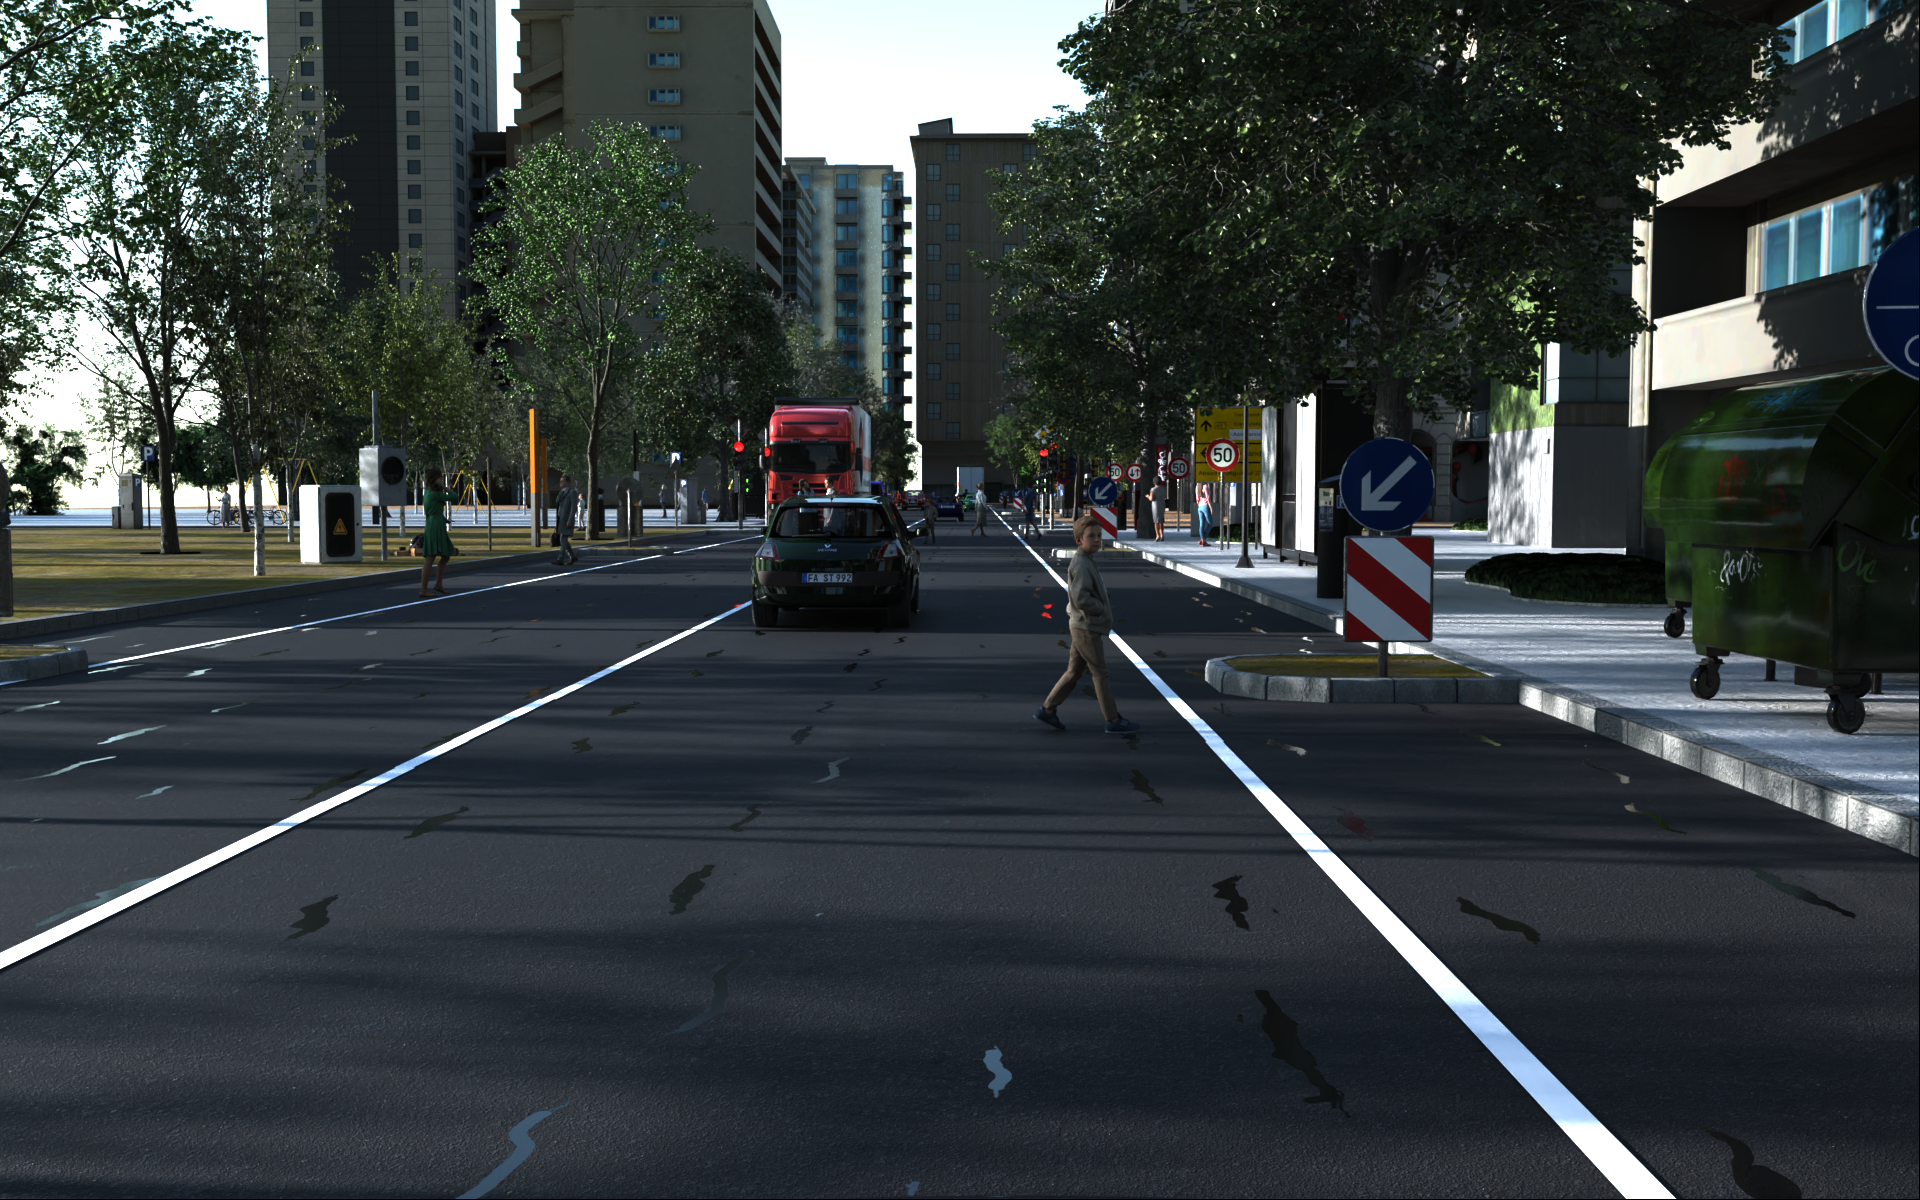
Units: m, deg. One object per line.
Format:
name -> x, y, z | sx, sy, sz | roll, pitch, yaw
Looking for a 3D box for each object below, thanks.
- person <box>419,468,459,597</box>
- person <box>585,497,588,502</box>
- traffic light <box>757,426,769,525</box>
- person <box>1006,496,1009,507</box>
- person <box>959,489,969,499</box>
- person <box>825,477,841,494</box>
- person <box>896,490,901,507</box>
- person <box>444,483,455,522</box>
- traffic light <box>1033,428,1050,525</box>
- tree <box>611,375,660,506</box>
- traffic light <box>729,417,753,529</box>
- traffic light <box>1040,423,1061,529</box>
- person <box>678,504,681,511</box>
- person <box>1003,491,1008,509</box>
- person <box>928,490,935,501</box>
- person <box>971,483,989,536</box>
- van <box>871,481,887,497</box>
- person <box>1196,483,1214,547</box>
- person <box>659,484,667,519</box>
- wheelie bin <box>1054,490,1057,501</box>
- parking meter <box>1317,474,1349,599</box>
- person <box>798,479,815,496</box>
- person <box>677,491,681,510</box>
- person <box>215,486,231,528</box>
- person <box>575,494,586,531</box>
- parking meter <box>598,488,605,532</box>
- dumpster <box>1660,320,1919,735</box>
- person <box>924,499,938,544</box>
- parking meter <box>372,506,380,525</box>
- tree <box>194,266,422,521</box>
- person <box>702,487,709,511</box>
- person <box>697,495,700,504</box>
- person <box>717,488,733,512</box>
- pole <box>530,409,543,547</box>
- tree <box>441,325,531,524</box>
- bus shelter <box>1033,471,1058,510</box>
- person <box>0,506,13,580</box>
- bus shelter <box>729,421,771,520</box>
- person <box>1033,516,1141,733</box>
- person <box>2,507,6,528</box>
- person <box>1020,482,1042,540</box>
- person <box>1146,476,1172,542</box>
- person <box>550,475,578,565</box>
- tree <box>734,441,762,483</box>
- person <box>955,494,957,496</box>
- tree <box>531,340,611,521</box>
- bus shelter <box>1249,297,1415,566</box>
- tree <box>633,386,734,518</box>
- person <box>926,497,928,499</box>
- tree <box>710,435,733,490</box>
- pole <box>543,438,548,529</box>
person -> -7.372, -0.950, 24.272 | 0.529, 1.795, 0.600 | -3, 5, -45
person -> -19.956, -5.370, 94.192 | 0.721, 1.781, 0.623 | 2, 4, 25
traffic light -> -7.866, -5.006, 70.762 | 0.839, 4.253, 0.868 | 0, 4, 1
person -> 5.021, -10.665, 186.065 | 0.628, 1.438, 0.799 | -2, 4, -25
person -> 0.543, -8.844, 152.736 | 1.348, 1.869, 0.705 | 1, 4, 14
person -> -2.954, -1.928, 39.979 | 0.822, 1.834, 0.622 | -2, 4, -27
person -> -6.304, -10.339, 177.497 | 0.705, 1.831, 1.348 | -2, 4, -27
person -> -23.411, -4.532, 79.504 | 0.474, 1.900, 0.648 | -1, 4, -11
traffic light -> 3.395, -5.000, 70.666 | 0.839, 4.253, 0.868 | 0, 4, 1
tree -> -19.447, -9.423, 104.428 | 4.360, 8.622, 3.978 | 0, 3, 0
traffic light -> -7.945, -4.517, 62.777 | 0.839, 4.253, 0.868 | 0, 4, 1
traffic light -> 3.316, -4.511, 62.682 | 0.839, 4.253, 0.868 | 0, 4, 1
person -> -20.013, -7.354, 126.497 | 1.509, 1.804, 0.699 | -1, 4, -12
person -> 4.313, -9.387, 162.709 | 0.721, 1.736, 1.217 | 1, 4, 13
person -> -2.577, -9.075, 156.748 | 0.599, 1.838, 0.709 | 0, 4, 2
person -> 0.651, -3.042, 58.459 | 0.641, 1.798, 0.478 | -1, 4, -9
van -> -4.423, -4.630, 80.089 | 2.240, 2.365, 5.245 | 0, 4, 0
person -> 6.010, -2.221, 42.361 | 0.388, 1.821, 0.555 | -3, 5, -39
person -> -15.635, -5.185, 91.001 | 0.526, 1.800, 0.537 | 2, 4, 25
wheelie bin -> 7.738, -7.793, 135.318 | 0.693, 1.594, 0.980 | 3, 5, 44
parking meter -> 4.602, -0.792, 21.366 | 0.372, 1.533, 0.369 | 0, 3, 0
person -> -3.650, -1.999, 41.444 | 0.793, 1.790, 0.793 | 0, 4, 5
person -> -22.875, -8.293, 141.904 | 0.678, 1.792, 0.850 | -1, 4, -14
person -> -28.309, -3.518, 66.594 | 0.480, 1.755, 0.524 | 0, 4, 4
person -> -13.185, -3.051, 60.204 | 0.394, 1.301, 0.425 | -1, 4, -12
parking meter -> -12.226, -3.075, 58.679 | 0.372, 1.533, 0.369 | 0, 3, 0
dumpster -> 5.145, -0.457, 9.962 | 1.502, 2.255, 1.985 | 0, 4, 1
person -> -0.844, -2.280, 50.051 | 0.475, 1.303, 0.640 | 1, 4, 18
parking meter -> -24.681, -4.124, 73.138 | 0.255, 1.863, 0.399 | -1, 4, -10
tree -> -31.725, -10.146, 82.889 | 9.611, 12.733, 9.660 | 0, 3, 0
person -> -19.726, -7.841, 134.260 | 0.581, 1.822, 0.654 | -1, 4, -15
person -> -17.378, -6.350, 114.540 | 0.362, 1.253, 0.373 | -2, 4, -33
person -> -16.447, -7.142, 123.034 | 1.509, 1.804, 0.699 | 1, 4, 10
pole -> -10.226, -2.926, 41.685 | 0.158, 3.312, 0.155 | 0, 3, 0
tree -> -20.943, -7.597, 74.574 | 4.360, 8.622, 3.978 | 0, 3, 0
bus shelter -> 7.098, -9.078, 142.347 | 2.014, 3.302, 5.546 | 0, 4, 1
person -> -13.689, -1.098, 24.424 | 0.576, 1.772, 0.534 | -1, 4, -9
bus shelter -> -10.724, -6.819, 89.125 | 2.179, 5.291, 8.768 | 0, 4, 1
person -> 0.761, 0.142, 10.446 | 0.640, 1.303, 0.475 | 0, 4, -5
person -> -37.301, -3.340, 67.376 | 0.640, 1.303, 0.475 | 0, 3, 0
person -> 2.211, -2.780, 53.972 | 0.654, 1.822, 0.581 | 2, 4, 23
person -> 5.393, -2.476, 46.880 | 0.716, 1.782, 0.532 | -2, 4, -26
person -> -8.004, -1.614, 34.984 | 0.767, 1.812, 0.694 | -3, 5, -43
tree -> -16.774, -11.221, 133.825 | 4.737, 8.622, 4.395 | 0, 3, 0
person -> -0.156, -10.393, 179.163 | 1.217, 1.736, 0.721 | 2, 4, 32
tree -> -19.780, -8.103, 82.839 | 4.360, 8.622, 3.978 | 0, 3, 0
bus shelter -> 6.818, -3.380, 32.896 | 2.179, 5.291, 8.768 | 0, 4, 1
tree -> -15.506, -8.772, 93.790 | 4.737, 8.622, 4.395 | 0, 3, 0
person -> -3.974, -10.321, 177.259 | 1.348, 1.823, 0.705 | 0, 4, 7
tree -> -19.178, -11.770, 142.800 | 4.360, 8.622, 3.978 | 0, 3, 0
pole -> -15.135, -4.238, 63.135 | 0.158, 3.312, 0.155 | 0, 3, 0
